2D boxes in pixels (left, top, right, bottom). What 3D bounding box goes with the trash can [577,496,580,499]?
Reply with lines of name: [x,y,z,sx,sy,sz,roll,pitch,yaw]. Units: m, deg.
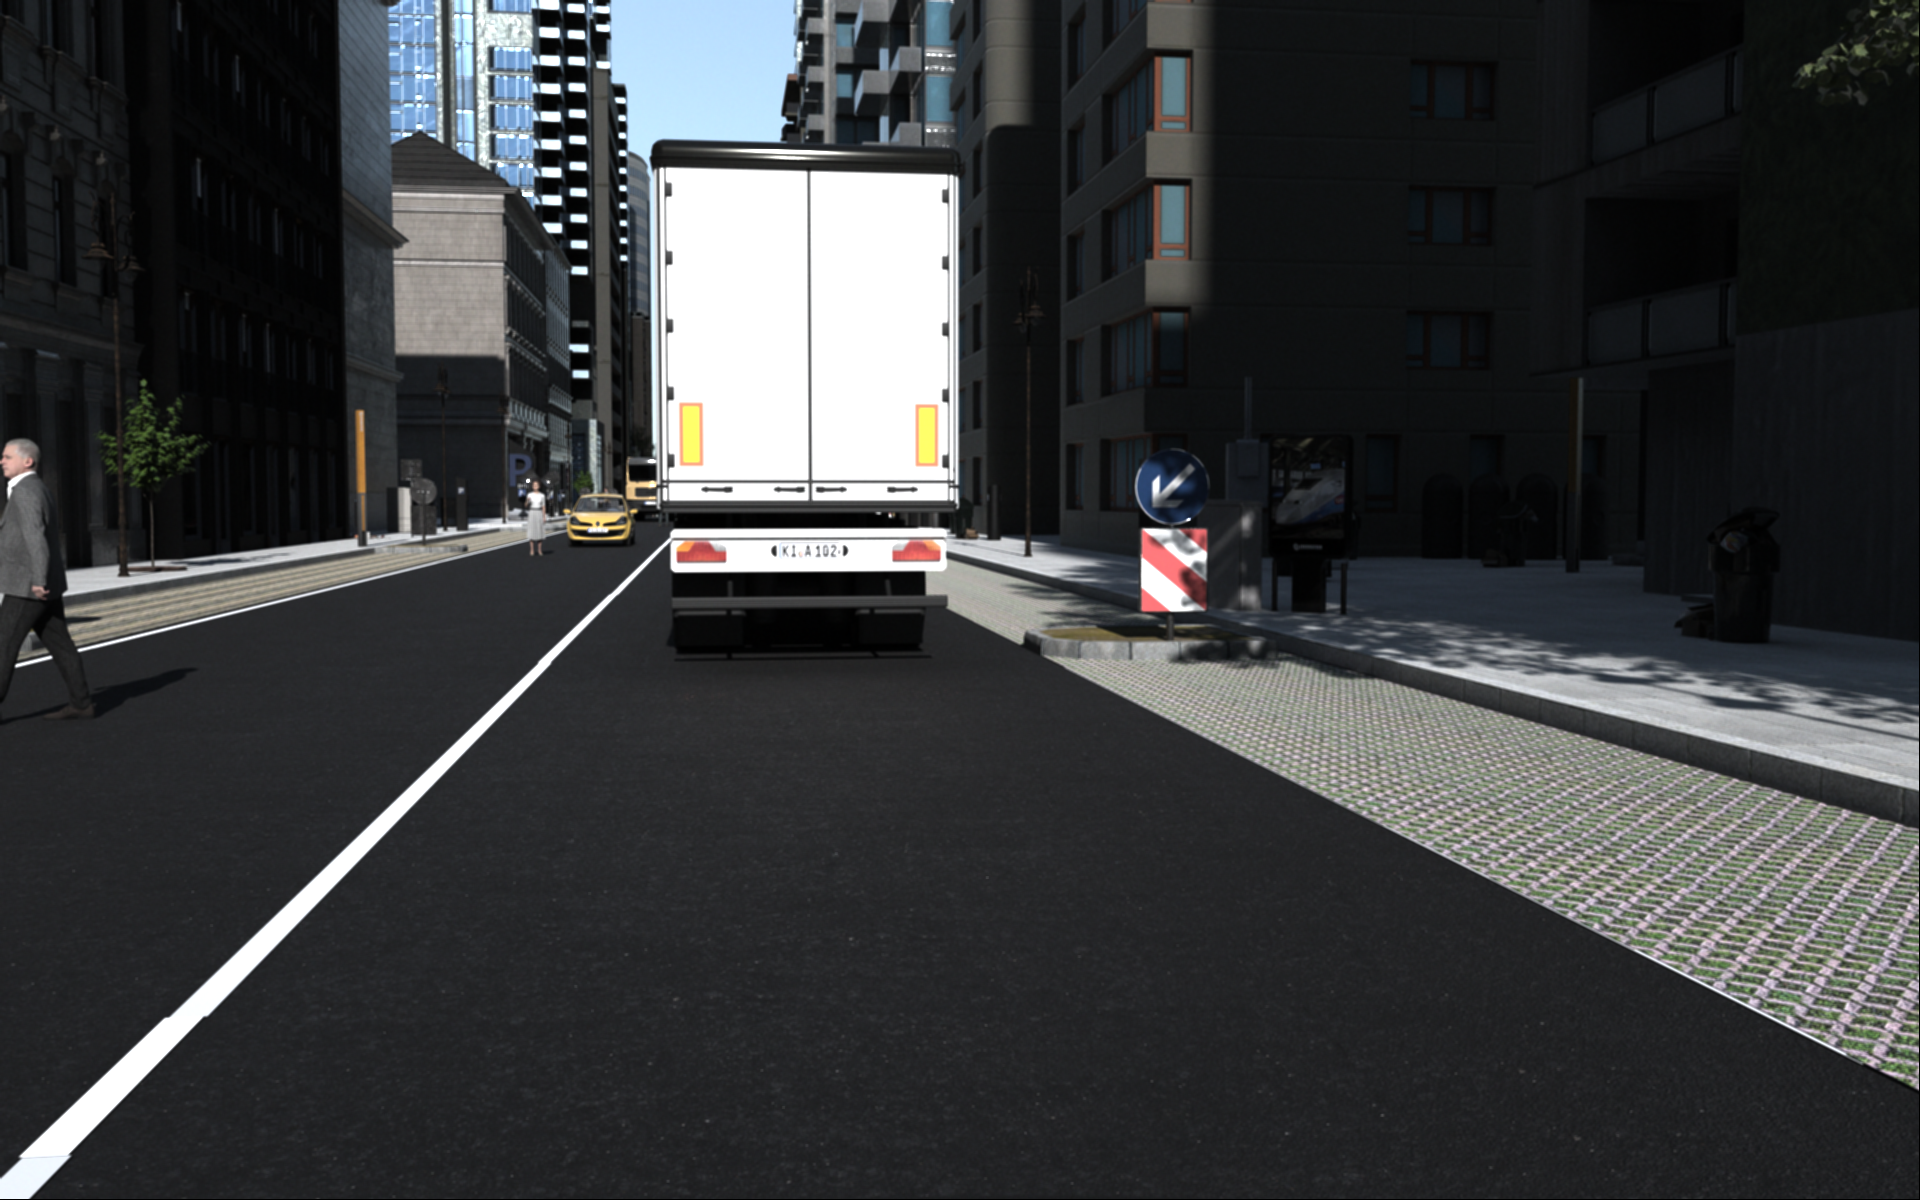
trash can: [-25.837,-6.544,118.645,0.748,1.137,0.748,0,3,0]

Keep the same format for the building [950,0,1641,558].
building: [15.332,-12.539,50.057,27.650,21.520,28.899,0,4,-8]

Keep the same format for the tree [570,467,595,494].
tree: [-27.607,-8.210,128.831,1.663,3.219,1.824,0,3,0]

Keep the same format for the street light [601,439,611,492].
street light: [-29.274,-10.382,142.531,0.468,5.910,1.993,0,4,-8]

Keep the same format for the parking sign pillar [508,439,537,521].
parking sign pillar: [-21.154,-5.827,83.741,1.447,3.967,1.447,0,4,-3]

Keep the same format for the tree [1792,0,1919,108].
tree: [6.338,-5.459,7.384,7.486,12.596,7.792,0,3,0]

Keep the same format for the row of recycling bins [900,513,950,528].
row of recycling bins: [-1.313,-3.666,67.053,1.069,1.692,3.534,-3,4,-37]

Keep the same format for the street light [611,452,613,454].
street light: [-30.458,-10.878,150.646,0.468,5.910,1.993,0,4,-8]

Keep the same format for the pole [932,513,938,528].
pole: [-0.858,-4.036,59.839,0.158,3.312,0.155,0,3,0]

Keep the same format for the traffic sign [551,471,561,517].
traffic sign: [-22.317,-5.810,95.106,0.768,2.556,0.104,0,4,-1]

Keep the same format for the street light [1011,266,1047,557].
street light: [1.396,-3.827,35.359,0.468,5.910,1.993,0,4,-8]

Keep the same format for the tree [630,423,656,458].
tree: [-41.540,-17.768,224.926,8.767,10.594,7.601,0,4,-7]

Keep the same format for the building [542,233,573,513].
building: [-33.197,-16.769,123.316,9.793,20.994,18.267,0,4,-8]

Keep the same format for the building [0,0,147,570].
building: [-19.015,-10.642,23.150,9.793,20.994,18.267,0,4,-8]

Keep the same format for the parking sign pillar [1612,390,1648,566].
parking sign pillar: [12.550,-2.612,31.172,1.447,3.967,1.447,2,4,30]

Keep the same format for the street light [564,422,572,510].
street light: [-24.569,-8.318,108.792,0.468,5.910,1.993,0,4,-8]

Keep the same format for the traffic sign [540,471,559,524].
traffic sign: [-17.754,-4.361,74.946,0.795,2.450,0.064,0,4,-8]

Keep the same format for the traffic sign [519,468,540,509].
traffic sign: [-16.638,-3.877,67.039,0.795,2.450,0.064,0,4,-8]

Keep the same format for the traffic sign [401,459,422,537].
traffic sign: [-16.227,-3.005,51.260,0.606,2.300,0.079,0,4,-7]

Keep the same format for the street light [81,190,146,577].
street light: [-13.010,-3.302,26.770,0.468,5.910,1.993,0,4,-8]

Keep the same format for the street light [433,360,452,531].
street light: [-17.882,-5.335,60.007,0.468,5.910,1.993,0,4,-8]

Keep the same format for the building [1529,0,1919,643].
building: [14.593,-20.524,19.165,14.154,41.232,14.086,0,4,-8]

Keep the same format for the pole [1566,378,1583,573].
pole: [10.016,-2.102,28.217,0.158,3.312,0.155,0,3,0]

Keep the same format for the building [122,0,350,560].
building: [-22.386,-12.864,39.998,12.332,23.373,15.834,0,4,-8]

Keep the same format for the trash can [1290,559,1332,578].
trash can: [5.187,-0.852,25.586,0.748,1.137,0.748,0,3,0]

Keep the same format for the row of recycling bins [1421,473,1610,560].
row of recycling bins: [10.928,-1.654,34.154,3.534,1.692,1.069,1,4,17]

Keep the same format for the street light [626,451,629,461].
street light: [-35.169,-12.905,183.791,0.468,5.910,1.993,0,4,-8]

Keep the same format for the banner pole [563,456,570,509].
banner pole: [-26.041,-7.625,114.680,0.401,3.779,0.863,1,4,22]

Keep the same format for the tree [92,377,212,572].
tree: [-13.674,-2.102,28.970,1.663,3.219,1.824,0,3,0]

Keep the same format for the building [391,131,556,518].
building: [-29.029,-14.861,93.890,10.553,20.767,40.483,0,4,-8]

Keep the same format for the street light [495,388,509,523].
street light: [-19.971,-6.295,75.719,0.468,5.910,1.993,0,4,-8]

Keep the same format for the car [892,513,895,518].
car: [-0.941,-3.940,74.636,3.980,1.641,2.015,-1,4,-8]

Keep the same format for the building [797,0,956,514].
building: [-1.256,-31.620,136.602,23.786,49.044,30.456,0,4,-8]

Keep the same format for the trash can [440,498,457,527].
trash can: [-19.827,-3.398,67.215,0.748,1.137,0.748,0,3,0]

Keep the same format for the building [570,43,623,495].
building: [-48.261,-34.530,188.259,21.300,48.544,21.600,0,4,-8]

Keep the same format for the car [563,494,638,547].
car: [-10.025,-2.340,48.486,2.015,1.641,3.980,-1,4,-8]

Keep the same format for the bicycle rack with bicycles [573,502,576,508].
bicycle rack with bicycles: [-31.589,-7.784,140.652,2.852,0.926,2.925,1,4,14]

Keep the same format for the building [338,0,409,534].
building: [-31.172,-16.472,56.702,23.554,28.519,14.401,0,4,-8]

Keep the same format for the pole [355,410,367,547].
pole: [-14.554,-2.951,42.088,0.158,3.312,0.155,0,3,0]

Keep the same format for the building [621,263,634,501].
building: [-47.011,-26.635,207.185,14.160,30.474,14.107,0,4,-8]
